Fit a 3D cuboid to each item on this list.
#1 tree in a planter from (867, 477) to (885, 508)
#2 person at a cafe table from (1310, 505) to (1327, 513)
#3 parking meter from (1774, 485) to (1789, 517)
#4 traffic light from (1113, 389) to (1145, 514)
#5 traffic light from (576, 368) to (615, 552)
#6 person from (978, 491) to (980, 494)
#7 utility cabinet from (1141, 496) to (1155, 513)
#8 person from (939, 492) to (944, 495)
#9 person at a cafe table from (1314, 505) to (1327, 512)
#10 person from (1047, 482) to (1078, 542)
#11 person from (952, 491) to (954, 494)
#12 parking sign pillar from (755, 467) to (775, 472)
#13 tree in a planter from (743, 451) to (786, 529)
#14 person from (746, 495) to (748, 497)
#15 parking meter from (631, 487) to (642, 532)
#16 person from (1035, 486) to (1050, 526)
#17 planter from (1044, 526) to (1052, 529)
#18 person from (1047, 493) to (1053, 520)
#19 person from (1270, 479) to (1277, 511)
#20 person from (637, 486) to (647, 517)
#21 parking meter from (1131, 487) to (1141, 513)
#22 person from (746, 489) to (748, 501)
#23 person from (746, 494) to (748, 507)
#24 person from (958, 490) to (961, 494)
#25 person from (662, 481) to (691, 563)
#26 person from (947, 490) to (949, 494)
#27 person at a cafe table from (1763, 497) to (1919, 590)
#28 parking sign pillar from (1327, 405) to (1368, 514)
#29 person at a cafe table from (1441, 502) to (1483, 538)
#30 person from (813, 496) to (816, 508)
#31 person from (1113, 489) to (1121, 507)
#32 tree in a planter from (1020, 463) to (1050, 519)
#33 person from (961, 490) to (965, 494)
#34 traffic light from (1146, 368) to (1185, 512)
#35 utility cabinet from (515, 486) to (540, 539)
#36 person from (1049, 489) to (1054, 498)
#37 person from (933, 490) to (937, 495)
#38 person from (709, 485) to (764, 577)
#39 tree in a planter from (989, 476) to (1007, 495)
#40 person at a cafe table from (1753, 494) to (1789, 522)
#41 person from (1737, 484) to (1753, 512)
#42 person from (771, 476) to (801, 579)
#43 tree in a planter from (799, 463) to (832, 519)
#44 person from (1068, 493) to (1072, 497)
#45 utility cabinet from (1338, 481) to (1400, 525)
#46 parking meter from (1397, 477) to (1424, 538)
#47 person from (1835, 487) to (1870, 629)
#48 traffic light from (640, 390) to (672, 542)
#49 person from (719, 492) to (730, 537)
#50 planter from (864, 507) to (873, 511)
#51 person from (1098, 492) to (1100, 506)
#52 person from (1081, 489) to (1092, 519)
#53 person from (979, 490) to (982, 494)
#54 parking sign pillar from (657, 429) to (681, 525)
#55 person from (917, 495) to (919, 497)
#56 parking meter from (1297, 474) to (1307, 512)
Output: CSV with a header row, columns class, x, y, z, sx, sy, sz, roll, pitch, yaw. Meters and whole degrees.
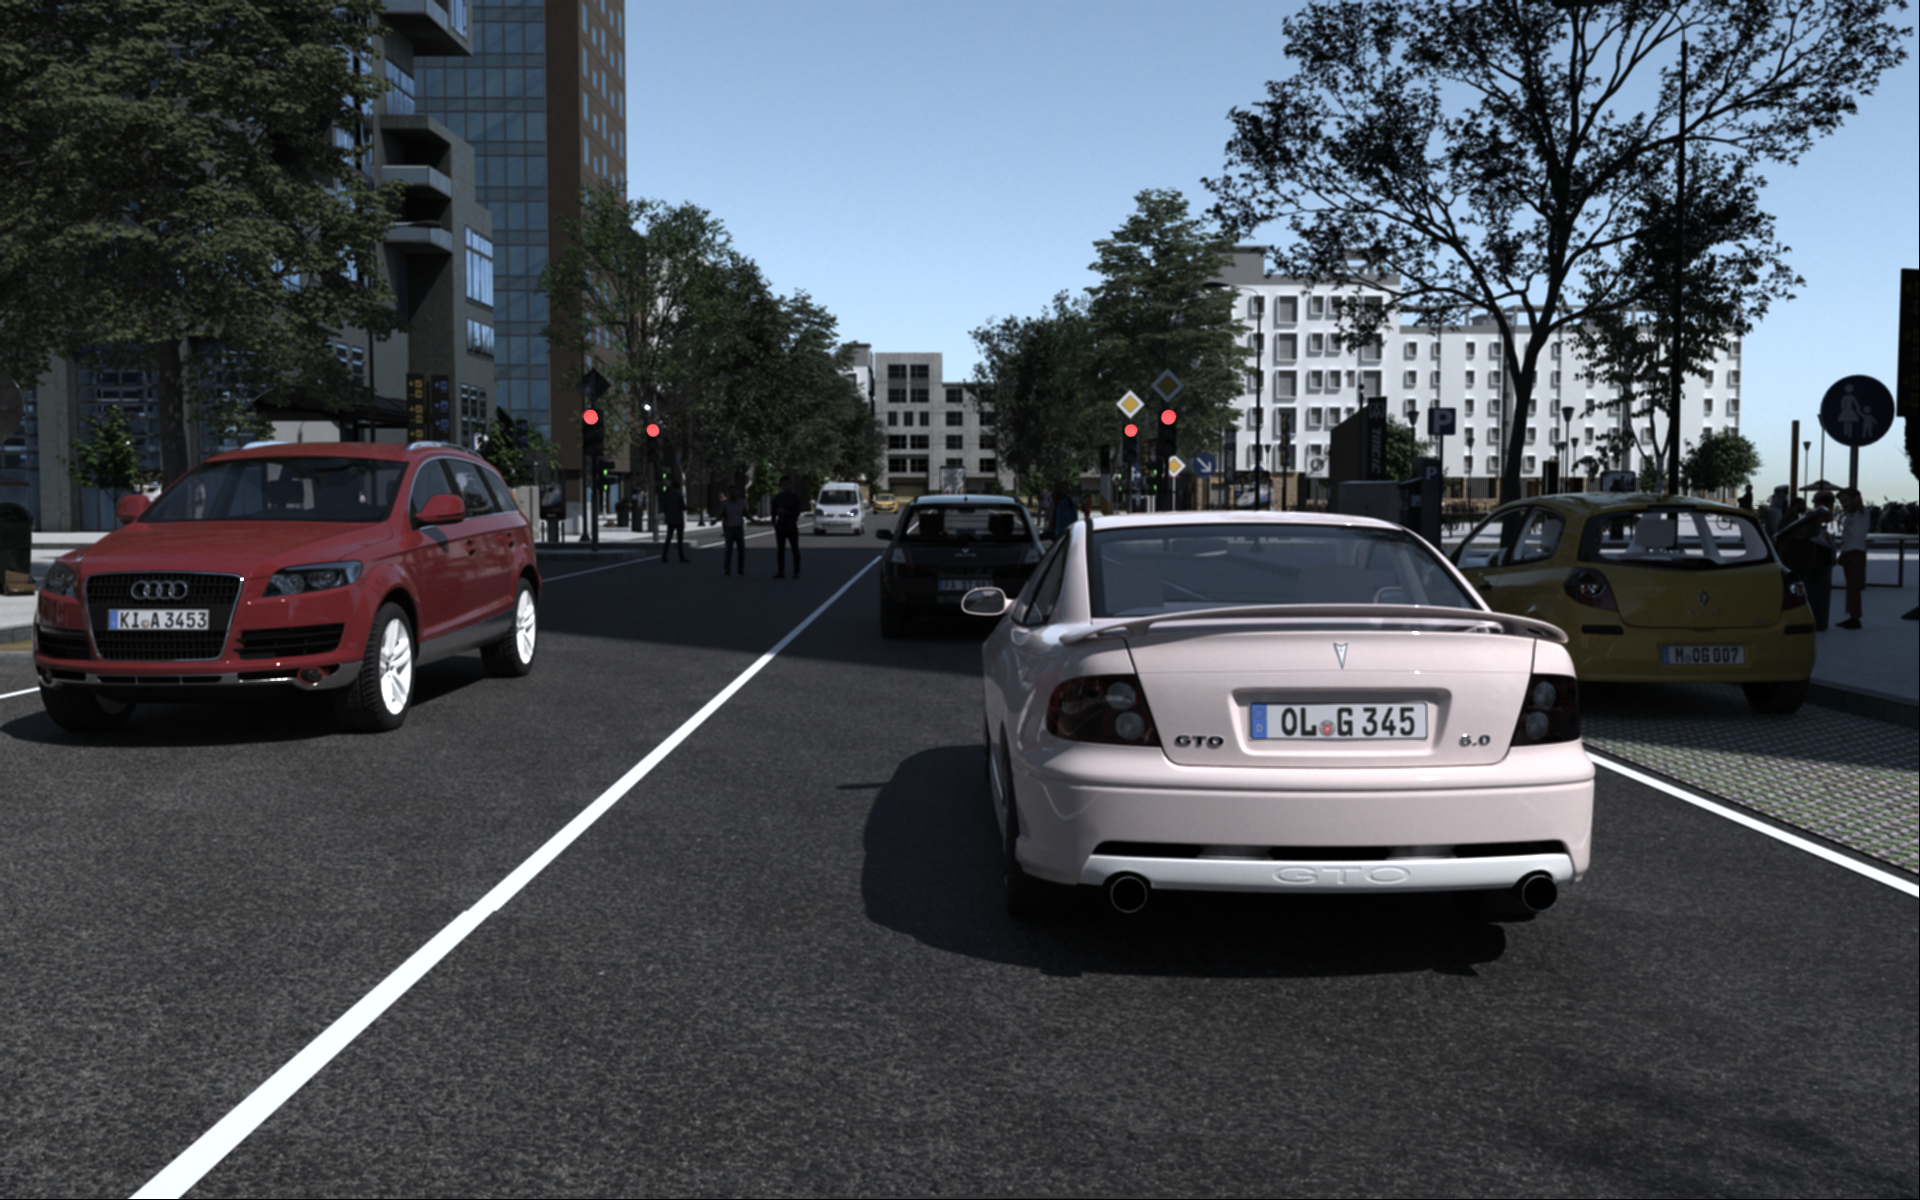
class,x,y,z,sx,sy,sz,roll,pitch,yaw
tree in a planter,-8.607,-10.974,176.652,1.991,3.239,1.994,0,4,0
person at a cafe table,19.424,-4.801,89.362,1.698,1.238,1.726,3,5,44
parking meter,23.081,-2.463,48.682,0.372,1.533,0.369,0,3,0
traffic light,4.549,-3.529,46.620,0.839,4.253,0.868,0,4,0
traffic light,-8.128,-3.035,38.549,0.839,4.253,0.868,0,4,0
person,1.995,-10.967,187.947,0.705,1.807,1.348,-3,4,-38
utility cabinet,7.930,-3.876,74.531,1.020,1.237,0.306,-3,4,-38
person,-0.732,-3.269,64.496,0.613,1.512,0.480,-3,4,-36
person at a cafe table,18.204,-4.610,83.890,1.622,1.524,1.698,0,4,-7
person,1.492,-0.923,25.297,0.593,1.614,0.444,-1,4,-23
person,-0.536,-7.870,138.643,0.415,1.643,0.593,-2,4,-27
parking sign pillar,-12.892,-7.708,114.493,1.447,3.967,1.447,0,4,-5
tree in a planter,-8.028,-4.539,71.430,1.991,3.239,1.994,0,4,0
person,-19.816,-9.335,159.486,0.721,1.723,1.217,-2,4,-33
parking meter,-11.035,-3.102,59.123,0.372,1.533,0.369,0,3,0
person,3.619,-4.122,76.338,0.683,1.767,0.568,-2,4,-23
planter,4.453,-3.074,71.392,1.991,0.319,1.994,0,4,0
person,3.995,-4.039,77.240,0.574,1.496,0.600,-2,4,-32
person,11.246,-3.434,62.342,0.789,1.805,0.875,2,4,34
person,-18.202,-5.605,98.400,0.376,1.734,0.841,3,5,43
parking meter,6.470,-3.384,63.737,0.372,1.533,0.369,0,3,0
person,-20.975,-10.158,171.762,1.348,1.869,0.705,-3,5,-42
person,-20.443,-9.594,166.085,0.628,1.438,0.799,3,4,37
person,-0.119,-10.024,172.407,0.705,1.821,1.348,3,5,44
person,-5.929,-1.632,36.103,0.541,1.710,0.530,2,4,34
person,-1.116,-9.610,165.563,0.705,1.831,1.348,1,4,13
person at a cafe table,12.089,-0.807,24.057,1.698,1.238,1.726,-3,4,-36
parking sign pillar,11.155,-3.719,49.270,1.447,3.967,1.447,0,3,0
person at a cafe table,14.259,-2.612,51.226,1.698,1.524,1.622,-3,5,-39
person,-13.000,-9.138,155.976,0.721,1.766,1.217,2,4,32
person,14.881,-9.795,166.904,1.217,1.743,0.721,0,4,-8
tree in a planter,4.299,-6.230,99.081,1.991,3.239,1.994,0,4,0
person,0.379,-8.301,144.745,0.721,1.766,1.217,-1,4,-16
traffic light,4.593,-3.041,38.635,0.839,4.253,0.868,0,4,0
utility cabinet,-12.372,-2.431,48.425,1.173,1.500,0.318,-2,4,-24
person,9.089,-10.328,174.780,0.599,1.838,0.709,-3,5,-40
person,-2.273,-9.354,161.576,0.705,1.807,1.348,-2,4,-31
person,-3.899,-1.188,29.880,0.963,1.587,0.435,-2,4,-25
tree in a planter,3.876,-10.902,175.466,1.991,3.239,1.994,0,4,0
person at a cafe table,34.669,-3.982,73.622,1.698,1.524,1.622,1,4,22
person,21.256,-2.361,46.922,0.388,1.546,0.482,2,4,25
person,-2.981,-1.237,29.422,0.576,1.737,0.504,1,4,12
tree in a planter,-8.171,-6.238,99.211,1.991,3.239,1.994,0,4,0
person,9.114,-8.598,147.336,0.721,1.736,1.217,-3,5,-42
utility cabinet,6.947,-1.274,29.509,0.318,1.500,1.173,-2,4,-31
parking meter,6.497,-1.015,25.013,0.372,1.533,0.369,0,3,0
person,8.559,-0.408,16.631,0.340,1.345,0.435,0,4,-7
traffic light,-8.172,-3.524,46.534,0.839,4.253,0.868,0,4,0
person,-7.832,-2.957,58.304,0.566,1.644,0.517,0,4,-7
planter,-8.453,-7.841,149.340,1.991,0.319,1.994,0,4,0
person,14.708,-10.643,180.732,0.551,1.740,0.621,0,4,-4
person,4.904,-3.468,66.907,0.593,1.614,0.444,-2,4,-32
person,2.097,-10.212,175.432,1.348,1.831,0.705,-1,4,-19
parking sign pillar,-12.228,-5.112,72.049,1.447,3.967,1.447,2,4,32
person,-2.818,-6.527,119.131,0.340,1.345,0.435,0,4,4
parking meter,10.182,-2.806,51.586,0.255,1.863,0.399,0,4,7
